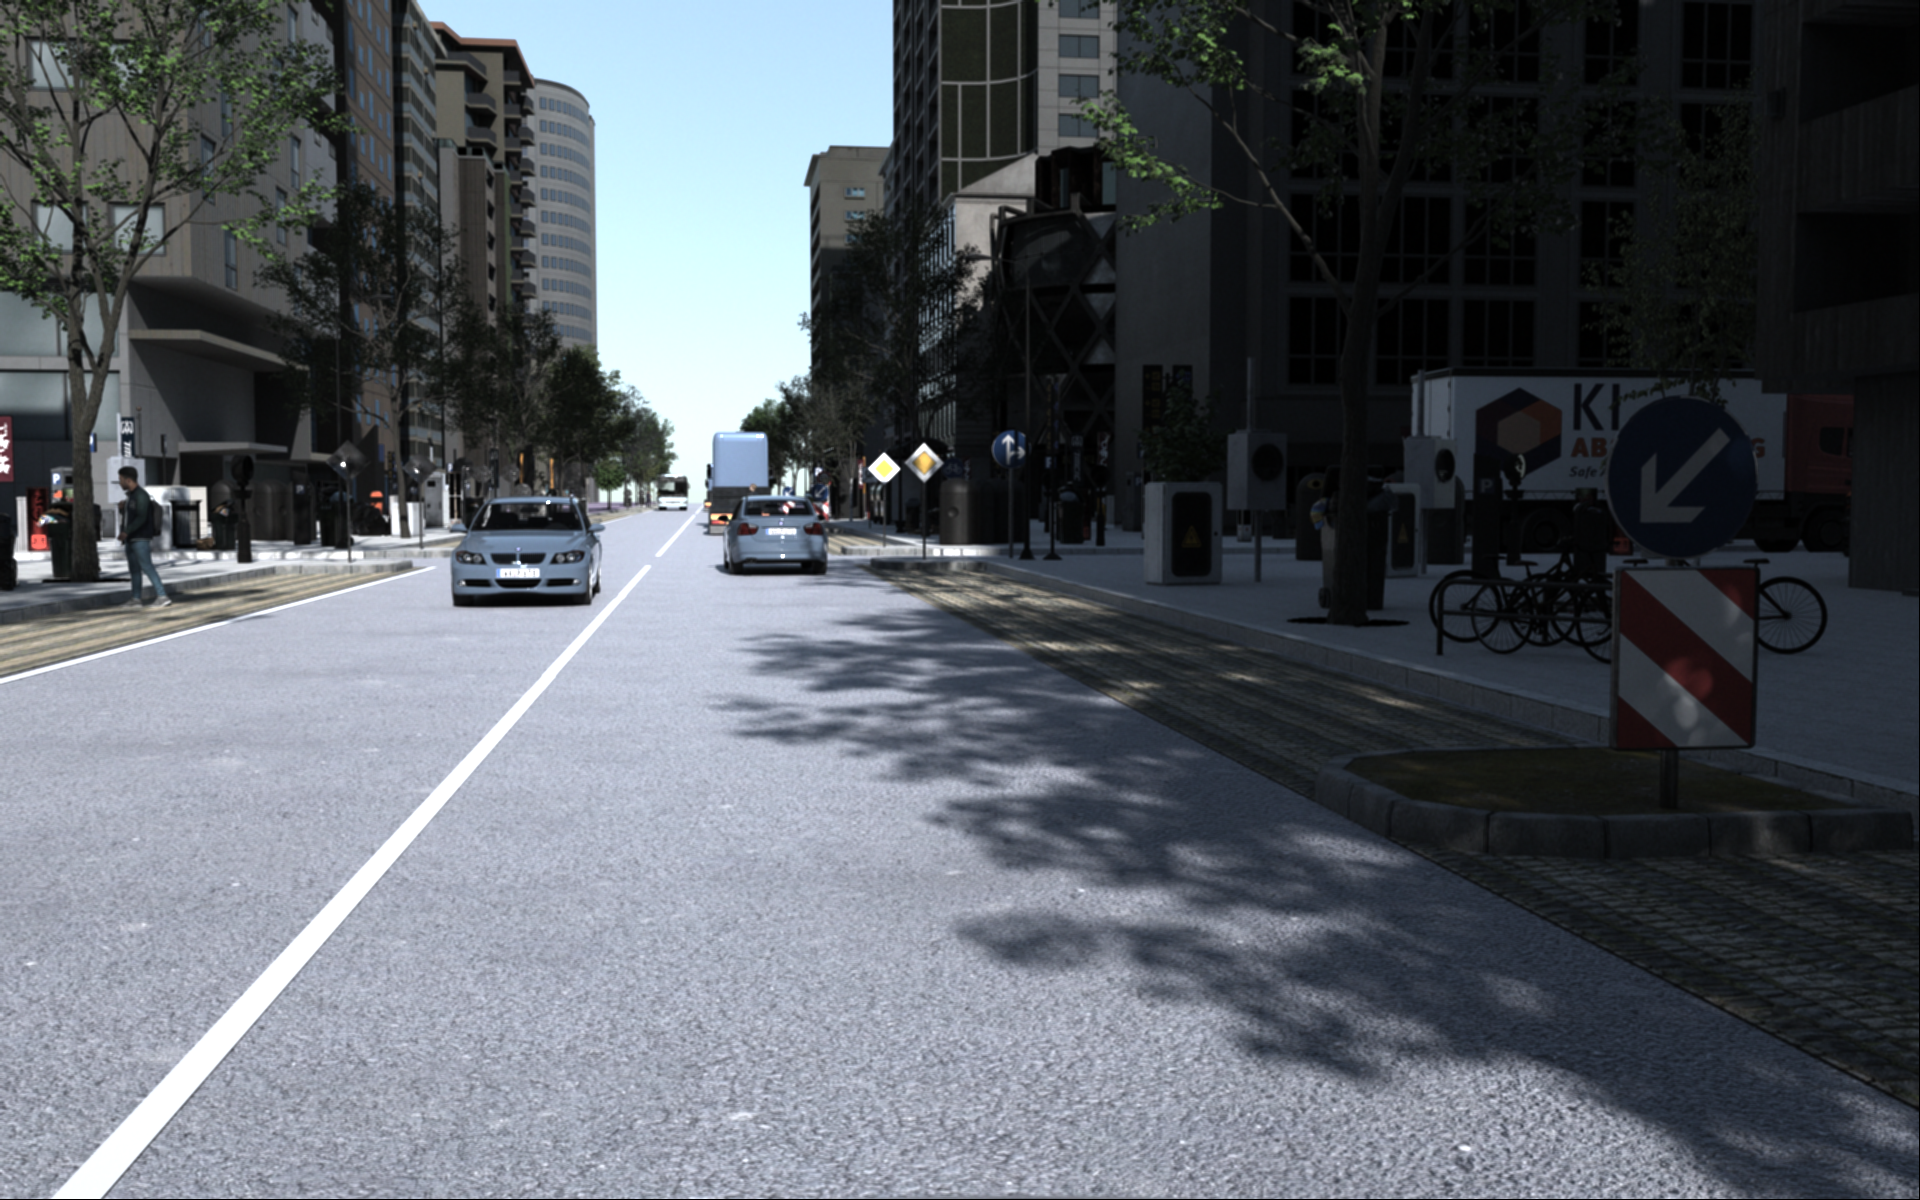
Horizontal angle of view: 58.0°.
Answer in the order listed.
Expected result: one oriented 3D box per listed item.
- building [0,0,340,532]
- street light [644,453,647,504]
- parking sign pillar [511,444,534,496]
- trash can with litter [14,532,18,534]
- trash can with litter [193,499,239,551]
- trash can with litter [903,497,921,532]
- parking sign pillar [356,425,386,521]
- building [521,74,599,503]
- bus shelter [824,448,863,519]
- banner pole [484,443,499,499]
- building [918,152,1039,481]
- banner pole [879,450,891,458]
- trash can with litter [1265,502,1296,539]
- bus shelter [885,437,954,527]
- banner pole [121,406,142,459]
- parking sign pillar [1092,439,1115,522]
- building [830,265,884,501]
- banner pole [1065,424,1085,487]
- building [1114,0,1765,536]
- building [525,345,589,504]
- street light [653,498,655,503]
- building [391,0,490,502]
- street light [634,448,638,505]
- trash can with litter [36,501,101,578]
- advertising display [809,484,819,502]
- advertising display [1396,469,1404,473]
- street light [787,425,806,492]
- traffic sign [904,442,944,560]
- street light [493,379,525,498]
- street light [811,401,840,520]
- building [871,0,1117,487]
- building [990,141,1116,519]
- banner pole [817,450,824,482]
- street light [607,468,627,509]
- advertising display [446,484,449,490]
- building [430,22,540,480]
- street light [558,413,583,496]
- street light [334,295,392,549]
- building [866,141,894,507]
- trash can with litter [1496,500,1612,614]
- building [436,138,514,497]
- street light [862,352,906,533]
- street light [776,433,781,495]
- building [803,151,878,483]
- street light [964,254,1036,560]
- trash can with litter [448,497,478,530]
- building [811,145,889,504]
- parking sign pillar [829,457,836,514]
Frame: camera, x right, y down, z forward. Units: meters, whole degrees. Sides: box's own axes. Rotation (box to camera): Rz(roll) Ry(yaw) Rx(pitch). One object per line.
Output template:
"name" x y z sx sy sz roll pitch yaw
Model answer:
"building" -41.234 -29.331 68.807 28.713 52.752 27.495 0 4 -8
"street light" -36.428 -13.784 197.907 1.470 5.913 1.316 0 4 -8
"parking sign pillar" -22.653 -6.177 89.471 1.447 3.967 1.447 2 4 31
"trash can with litter" -30.771 -2.775 56.434 1.678 1.210 2.233 2 4 34
"trash can with litter" -16.971 -1.714 39.414 1.055 1.170 0.624 1 4 13
"trash can with litter" -1.587 -2.896 58.736 0.624 1.170 1.055 0 4 6
"parking sign pillar" -23.057 -4.847 67.719 1.447 3.967 1.447 3 4 36
"building" -62.743 -42.928 243.873 21.231 58.520 28.212 0 4 -8
"bus shelter" -6.158 -6.152 91.873 1.731 3.624 6.357 0 4 -8
"banner pole" -23.832 -5.993 88.001 0.863 3.779 0.401 -1 4 -9
"building" 3.036 -15.905 109.203 9.793 20.994 18.267 0 4 -8
"banner pole" -4.329 -6.637 98.529 0.863 3.779 0.401 -1 4 -16
"trash can with litter" 9.240 -2.324 49.392 1.055 1.170 0.624 -3 5 -44
"bus shelter" -1.587 -4.294 64.133 2.014 3.302 5.546 0 4 -8
"banner pole" -23.672 -3.644 49.598 0.863 3.779 0.401 1 4 9
"parking sign pillar" 6.870 -5.648 80.812 1.447 3.967 1.447 3 5 43
"building" -9.633 -27.425 220.098 14.160 30.474 14.107 0 4 -8
"banner pole" 4.023 -4.393 61.845 0.863 3.779 0.401 0 4 4
"building" 18.533 -16.230 58.872 24.014 27.812 14.314 0 4 -8
"building" -61.564 -22.712 216.381 27.650 21.520 28.899 0 4 -8
"street light" -40.641 -15.584 227.346 1.470 5.913 1.316 0 4 -8
"building" -50.446 -26.328 122.343 32.217 40.220 23.993 0 4 -8
"street light" -33.200 -12.392 175.155 1.470 5.913 1.316 0 4 -8
"trash can with litter" -13.727 -0.939 26.742 0.624 1.170 1.055 0 4 -6
"advertising display" -9.232 -6.520 111.818 0.974 1.923 0.123 -1 4 -13
"advertising display" 11.717 -2.483 45.810 0.123 1.923 0.974 2 4 31
"street light" -10.880 -8.768 115.901 1.470 5.913 1.316 0 4 -8
"traffic sign" -0.700 -1.842 33.763 0.795 2.450 0.064 0 4 -8
"street light" -18.235 -5.956 69.914 1.470 5.913 1.316 0 4 -8
"street light" -6.714 -6.967 86.455 1.470 5.913 1.316 0 4 -8
"building" 3.216 -43.547 150.249 20.563 71.187 20.611 0 4 -8
"building" 9.831 -13.733 91.987 16.820 18.784 16.811 0 4 -8
"banner pole" -7.704 -6.579 97.585 0.401 3.779 0.863 0 4 -2
"street light" -28.976 -10.570 145.356 1.470 5.913 1.316 0 4 -8
"advertising display" -32.891 -6.503 111.532 0.123 1.923 0.974 2 4 24
"building" -51.987 -31.136 163.697 22.147 44.769 28.867 0 4 -8
"street light" -22.445 -7.756 99.353 1.470 5.913 1.316 0 4 -8
"street light" -13.945 -4.156 40.486 1.470 5.913 1.316 0 4 -8
"building" 5.144 -29.542 174.885 32.217 40.220 23.993 0 4 -8
"trash can with litter" 6.646 -0.497 19.178 2.233 1.210 1.678 -2 4 -35
"building" -44.921 -22.717 143.122 14.160 30.474 14.107 0 4 -8
"street light" -2.497 -5.147 56.700 1.470 5.913 1.316 0 4 -8
"street light" -13.344 -9.799 132.756 1.470 5.913 1.316 0 4 -8
"building" -8.512 -41.189 262.681 28.713 52.752 27.495 0 4 -8
"street light" 0.776 -3.742 33.720 1.470 5.913 1.316 0 4 -8
"trash can with litter" -17.820 -3.100 62.074 0.624 1.170 1.055 2 4 25
"building" -9.146 -37.570 237.972 21.300 48.544 21.600 0 4 -8
"parking sign pillar" -7.866 -7.485 110.845 1.447 3.967 1.447 0 4 -5
